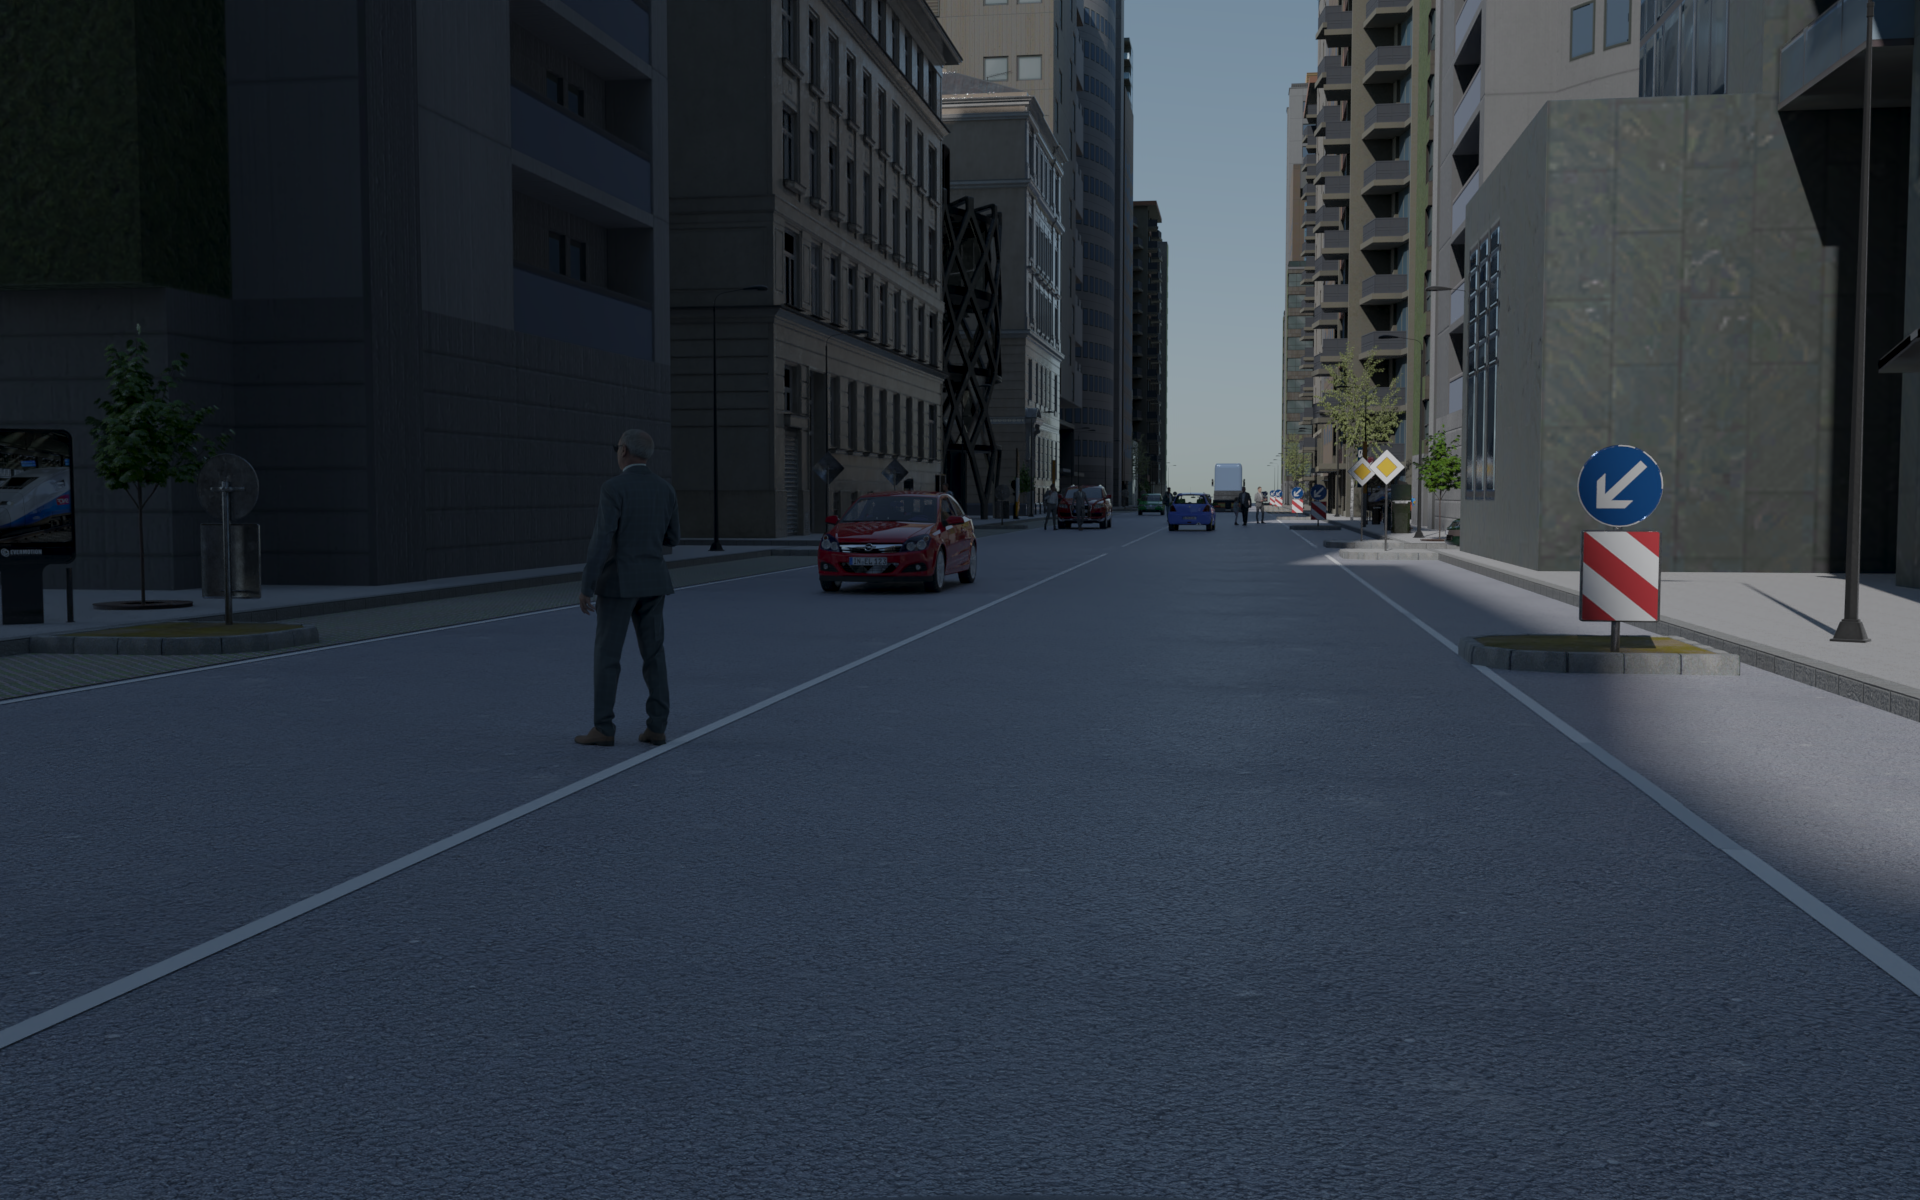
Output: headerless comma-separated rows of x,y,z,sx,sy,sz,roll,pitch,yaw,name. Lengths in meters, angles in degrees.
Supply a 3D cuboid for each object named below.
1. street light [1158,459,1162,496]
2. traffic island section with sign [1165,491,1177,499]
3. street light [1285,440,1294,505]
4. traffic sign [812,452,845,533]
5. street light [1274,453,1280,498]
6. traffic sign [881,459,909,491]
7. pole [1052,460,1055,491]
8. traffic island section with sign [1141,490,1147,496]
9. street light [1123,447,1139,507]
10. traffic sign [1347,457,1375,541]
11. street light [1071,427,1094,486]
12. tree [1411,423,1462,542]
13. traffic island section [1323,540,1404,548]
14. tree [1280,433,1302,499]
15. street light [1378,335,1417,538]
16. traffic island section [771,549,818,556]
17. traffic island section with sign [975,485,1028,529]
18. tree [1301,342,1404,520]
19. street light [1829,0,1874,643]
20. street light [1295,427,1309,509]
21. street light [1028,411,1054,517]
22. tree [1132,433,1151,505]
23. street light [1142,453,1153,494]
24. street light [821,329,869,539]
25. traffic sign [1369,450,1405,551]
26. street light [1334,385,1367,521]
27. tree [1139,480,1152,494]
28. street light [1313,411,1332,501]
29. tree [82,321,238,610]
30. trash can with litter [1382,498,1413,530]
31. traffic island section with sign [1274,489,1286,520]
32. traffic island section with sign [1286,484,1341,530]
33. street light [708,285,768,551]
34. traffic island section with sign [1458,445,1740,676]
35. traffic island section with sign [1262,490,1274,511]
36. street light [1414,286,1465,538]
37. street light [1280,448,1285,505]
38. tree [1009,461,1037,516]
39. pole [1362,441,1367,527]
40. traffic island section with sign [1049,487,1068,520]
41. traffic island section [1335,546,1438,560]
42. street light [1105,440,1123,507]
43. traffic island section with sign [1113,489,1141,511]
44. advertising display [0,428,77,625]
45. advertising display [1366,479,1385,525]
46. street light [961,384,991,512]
26.130,-15.751,230.074,1.470,5.913,1.316,1,4,9,street light
27.477,-13.489,229.164,1.989,1.847,2.006,1,4,9,traffic island section with sign
28.989,-10.802,149.155,1.470,5.913,1.316,1,4,9,street light
-3.126,-2.291,41.094,0.795,2.450,0.064,1,4,9,traffic sign
38.567,-14.395,207.904,1.470,5.913,1.316,1,4,9,street light
-1.842,-2.773,48.975,0.795,2.450,0.064,1,4,9,traffic sign
5.586,-6.697,103.332,0.158,3.312,0.155,0,3,0,pole
18.444,-10.100,173.767,1.989,1.847,2.006,1,4,9,traffic island section with sign
16.876,-12.222,172.367,1.470,5.913,1.316,1,4,9,street light
10.881,-2.645,46.890,0.795,2.450,0.064,1,4,9,traffic sign
8.304,-9.034,120.240,1.470,5.913,1.316,1,4,9,street light
13.060,-3.207,47.035,1.663,3.219,1.824,0,3,0,tree
10.906,-1.510,46.963,2.009,0.180,2.903,1,4,9,traffic island section
39.443,-15.478,203.434,4.737,8.622,4.395,0,3,0,tree
12.894,-4.773,50.583,1.470,5.913,1.316,1,4,9,street light
-3.151,-1.155,41.159,2.009,0.180,2.903,1,4,9,traffic island section
1.738,-3.823,71.128,1.989,1.847,2.006,1,4,9,traffic island section with sign
19.405,-8.200,84.435,4.737,8.622,4.395,0,3,0,tree
7.228,-2.597,15.009,1.470,5.913,1.316,1,4,9,street light
25.242,-9.372,125.779,1.470,5.913,1.316,1,4,9,street light
4.527,-7.603,96.847,1.470,5.913,1.316,1,4,9,street light
20.201,-15.250,199.699,4.360,8.622,3.978,0,3,0,tree
20.709,-13.652,195.754,1.470,5.913,1.316,1,4,9,street light
-3.248,-4.680,49.057,1.470,5.913,1.316,1,4,9,street light
9.597,-2.163,39.008,0.795,2.450,0.064,1,4,9,traffic sign
16.746,-6.202,73.943,1.470,5.913,1.316,1,4,9,street light
22.733,-13.334,212.618,1.663,3.219,1.824,0,3,0,tree
20.673,-7.630,97.290,1.470,5.913,1.316,1,4,9,street light
-9.230,-1.517,19.409,1.663,3.219,1.824,0,3,0,tree
15.306,-3.004,60.508,1.055,1.170,0.624,2,4,32,trash can with litter
18.606,-5.358,96.224,1.989,1.847,2.006,1,4,9,traffic island section with sign
14.268,-3.730,69.609,1.989,1.847,2.006,1,4,9,traffic island section with sign
-4.958,-4.049,38.749,1.470,5.913,1.316,1,4,9,street light
5.336,-0.374,14.748,1.989,1.847,2.006,1,4,9,traffic island section with sign
26.565,-8.347,145.106,1.989,1.847,2.006,1,4,9,traffic island section with sign
11.071,-4.046,38.698,1.470,5.913,1.316,1,4,9,street light
32.974,-12.249,172.804,1.470,5.913,1.316,1,4,9,street light
3.599,-6.495,100.801,1.663,3.219,1.824,0,3,0,tree
15.641,-4.475,67.014,0.158,3.312,0.155,0,3,0,pole
6.069,-5.450,97.734,1.989,1.847,2.006,1,4,9,traffic island section with sign
9.622,-1.028,39.082,2.009,0.180,2.903,1,4,9,traffic island section
13.052,-10.793,149.003,1.470,5.913,1.316,1,4,9,street light
14.018,-8.436,146.549,1.989,1.847,2.006,1,4,9,traffic island section with sign
-9.253,-0.724,17.044,0.974,1.923,0.123,-2,4,-33,advertising display
17.474,-4.127,72.691,0.974,1.923,0.123,-1,4,-19,advertising display
0.633,-6.175,73.494,1.470,5.913,1.316,1,4,9,street light
